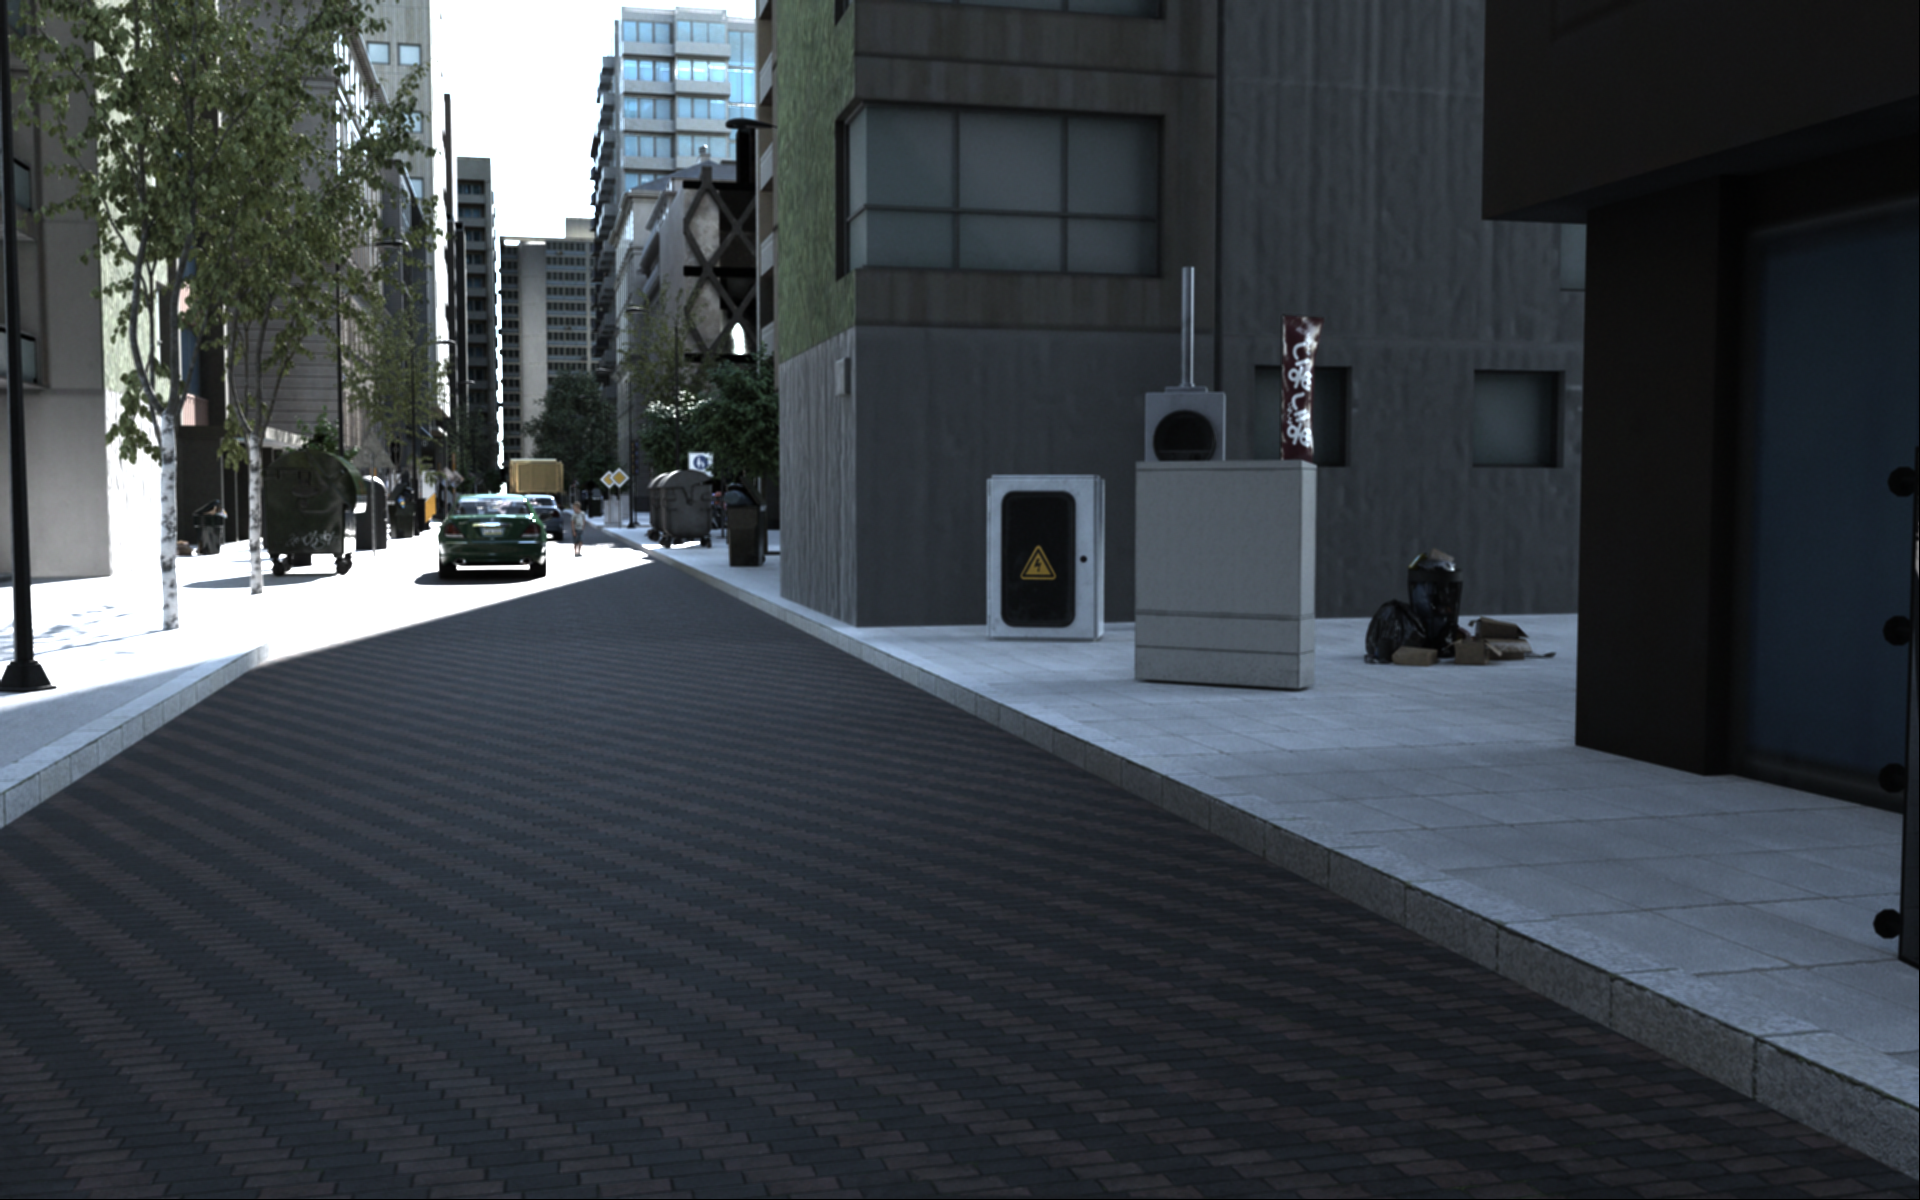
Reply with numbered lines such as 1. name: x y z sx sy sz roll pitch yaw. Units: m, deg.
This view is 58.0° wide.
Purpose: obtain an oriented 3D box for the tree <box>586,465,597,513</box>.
1. tree: -21.999 -6.933 107.952 1.663 3.219 1.824 0 3 0

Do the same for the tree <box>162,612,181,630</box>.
1. tree: -7.365 -4.038 16.380 4.737 8.622 4.395 0 3 0

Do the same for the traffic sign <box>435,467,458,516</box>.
1. traffic sign: -18.730 -3.642 63.192 0.795 2.450 0.064 -1 4 -14

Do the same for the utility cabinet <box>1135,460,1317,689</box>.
1. utility cabinet: 1.773 -0.179 11.601 1.173 1.500 0.318 2 4 31

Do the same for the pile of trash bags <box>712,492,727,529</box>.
1. pile of trash bags: -9.395 -3.327 64.143 1.912 1.369 3.447 1 4 12

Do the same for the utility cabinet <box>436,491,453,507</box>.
1. utility cabinet: -33.046 -6.241 110.721 1.173 1.500 0.318 -3 4 -38

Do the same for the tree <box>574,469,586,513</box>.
1. tree: -25.046 -7.423 115.962 1.663 3.219 1.824 0 3 0

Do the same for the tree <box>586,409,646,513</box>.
1. tree: -8.362 -4.250 53.200 4.285 4.588 4.351 0 3 0

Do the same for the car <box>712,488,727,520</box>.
1. car: -8.429 -3.620 68.782 3.694 1.707 1.945 -1 4 -13

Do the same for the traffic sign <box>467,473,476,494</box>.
1. traffic sign: -29.011 -6.264 102.515 0.768 2.556 0.104 0 4 -5

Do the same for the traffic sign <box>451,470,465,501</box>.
1. traffic sign: -20.673 -4.116 70.938 0.795 2.450 0.064 -1 4 -14

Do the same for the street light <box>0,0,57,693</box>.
1. street light: -5.592 -2.369 11.278 1.470 5.913 1.316 -1 4 -14

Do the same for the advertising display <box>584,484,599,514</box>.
1. advertising display: -23.808 -6.529 111.961 0.974 1.923 0.123 1 4 12

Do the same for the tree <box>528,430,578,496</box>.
1. tree: -47.409 -16.456 203.459 7.601 10.594 8.767 -1 4 -22

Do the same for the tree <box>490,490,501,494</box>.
1. tree: -56.768 -13.340 212.703 1.663 3.219 1.824 0 3 0

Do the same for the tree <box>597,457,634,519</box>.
1. tree: -17.889 -5.898 91.033 1.663 3.219 1.824 0 3 0

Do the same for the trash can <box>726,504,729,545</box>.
1. trash can: -5.374 -1.863 42.119 0.748 1.137 0.748 0 3 0

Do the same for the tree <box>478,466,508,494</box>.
1. tree: -53.132 -13.072 197.440 4.285 4.588 4.351 0 3 0

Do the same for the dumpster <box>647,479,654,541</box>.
1. dumpster: -7.889 -2.554 47.509 1.264 1.857 1.865 -1 4 -14

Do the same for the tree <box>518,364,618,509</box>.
1. tree: -33.988 -14.408 152.573 9.611 12.733 9.660 0 3 0

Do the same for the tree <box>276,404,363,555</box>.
1. tree: -13.523 -2.602 37.141 1.663 3.219 1.824 0 3 0

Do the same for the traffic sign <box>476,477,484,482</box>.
1. traffic sign: -36.731 -8.091 132.385 0.768 2.556 0.104 -1 4 -10

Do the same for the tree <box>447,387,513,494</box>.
1. tree: -33.214 -10.340 119.428 4.360 8.622 3.978 0 3 0

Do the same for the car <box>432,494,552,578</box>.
1. car: -8.410 -1.185 31.173 2.131 1.459 4.920 -1 4 -15

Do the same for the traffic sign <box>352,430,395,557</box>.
1. traffic sign: -11.908 -2.149 35.133 0.884 2.594 0.081 -1 4 -12

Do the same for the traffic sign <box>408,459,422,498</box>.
1. traffic sign: -19.245 -3.765 61.662 0.768 2.556 0.104 -1 4 -9

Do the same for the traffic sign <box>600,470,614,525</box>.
1. traffic sign: -14.659 -4.207 72.420 0.795 2.450 0.064 -1 4 -14

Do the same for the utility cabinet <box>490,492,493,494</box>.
1. utility cabinet: -38.672 -8.158 142.069 0.318 1.500 1.173 -2 4 -35

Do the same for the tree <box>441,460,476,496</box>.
1. tree: -30.294 -6.691 104.001 1.663 3.219 1.824 0 3 0

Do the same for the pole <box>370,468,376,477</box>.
1. pole: -20.929 -4.156 61.795 0.158 3.312 0.155 0 3 0

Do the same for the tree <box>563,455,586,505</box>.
1. tree: -25.047 -8.352 120.265 4.285 4.588 4.351 0 3 0

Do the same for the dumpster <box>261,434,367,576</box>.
1. dumpster: -10.409 -1.551 27.861 1.502 2.255 1.985 -1 4 -14

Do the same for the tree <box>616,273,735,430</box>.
1. tree: -9.769 -6.640 58.925 4.737 8.622 4.395 0 3 0

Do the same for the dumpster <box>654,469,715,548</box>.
1. dumpster: -6.568 -2.190 41.566 1.264 1.857 1.865 -1 4 -14

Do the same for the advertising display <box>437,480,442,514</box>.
1. advertising display: -23.981 -4.560 79.772 0.123 1.923 0.974 -1 4 -22

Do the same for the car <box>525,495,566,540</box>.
1. car: -13.524 -2.626 54.939 2.014 1.417 4.499 -1 4 -15

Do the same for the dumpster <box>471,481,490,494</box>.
1. dumpster: -35.485 -7.669 127.886 1.502 2.255 1.985 -1 4 -14

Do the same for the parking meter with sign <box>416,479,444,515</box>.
1. parking meter with sign: -28.082 -5.833 91.624 0.543 3.016 1.738 2 4 31

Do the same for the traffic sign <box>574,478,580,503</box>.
1. traffic sign: -28.452 -7.912 129.465 0.768 2.556 0.104 -1 4 -10

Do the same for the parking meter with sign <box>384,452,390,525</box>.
1. parking meter with sign: -24.095 -4.715 73.354 0.543 3.016 1.738 -1 4 -13

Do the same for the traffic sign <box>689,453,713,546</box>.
1. traffic sign: -6.387 -2.483 42.733 0.606 2.300 0.079 0 4 -4

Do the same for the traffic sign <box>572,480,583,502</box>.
1. traffic sign: -27.702 -7.685 125.656 0.884 2.594 0.081 0 4 -5

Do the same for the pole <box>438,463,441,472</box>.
1. pole: -34.051 -7.309 113.345 0.158 3.312 0.155 0 3 0

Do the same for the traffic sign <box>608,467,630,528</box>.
1. traffic sign: -12.716 -3.733 64.674 0.795 2.450 0.064 -1 4 -14

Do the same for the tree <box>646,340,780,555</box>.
1. tree: -4.210 -3.263 37.065 4.285 4.588 4.351 0 3 0

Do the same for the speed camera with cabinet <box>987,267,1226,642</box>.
1. speed camera with cabinet: 1.279 -1.272 15.133 2.038 3.252 0.660 1 4 10

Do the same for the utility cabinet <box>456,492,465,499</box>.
1. utility cabinet: -38.745 -7.629 133.419 1.173 1.500 0.318 -3 4 -39

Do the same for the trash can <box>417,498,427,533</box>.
1. trash can: -18.120 -2.814 57.661 0.748 1.137 0.748 0 3 0

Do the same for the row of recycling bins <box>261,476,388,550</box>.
1. row of recycling bins: -14.865 -2.043 40.518 3.534 1.692 1.069 2 4 24

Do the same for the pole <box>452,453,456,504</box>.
1. pole: -25.259 -5.666 86.490 0.158 3.312 0.155 0 3 0

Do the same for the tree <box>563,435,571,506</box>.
1. tree: -39.824 -13.844 176.714 4.360 8.622 3.978 0 3 0

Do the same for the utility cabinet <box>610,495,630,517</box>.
1. utility cabinet: -19.117 -5.271 97.345 1.020 1.237 0.306 -2 4 -30
